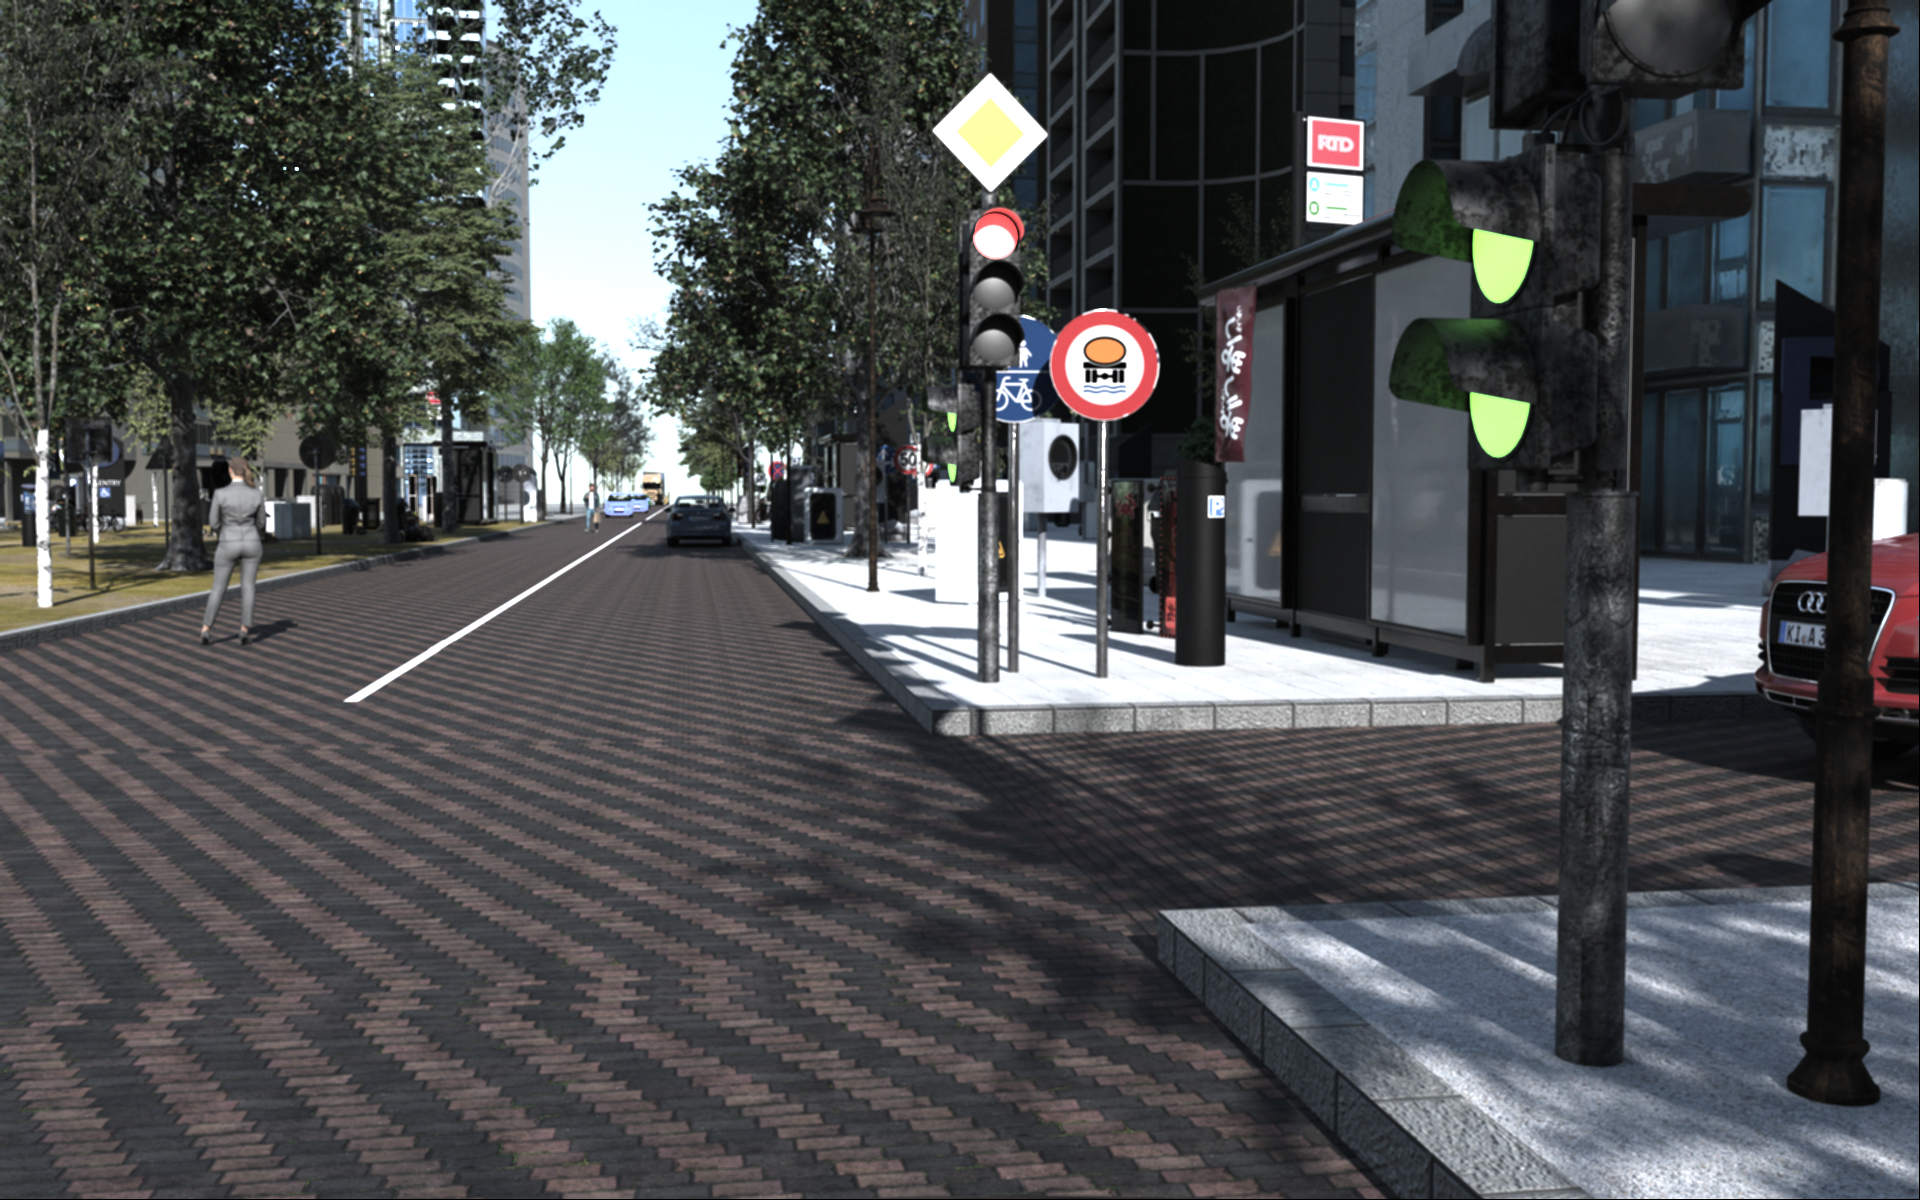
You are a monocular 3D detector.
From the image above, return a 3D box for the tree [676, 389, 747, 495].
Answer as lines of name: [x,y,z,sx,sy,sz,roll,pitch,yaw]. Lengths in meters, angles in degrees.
tree: [-24.402,-15.486,171.317,7.486,12.596,7.792,0,3,0]

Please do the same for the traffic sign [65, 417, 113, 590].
traffic sign: [-11.537,-1.275,22.975,0.606,2.300,0.079,0,4,-1]

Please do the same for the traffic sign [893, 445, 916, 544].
traffic sign: [-1.334,-2.734,44.799,0.768,2.556,0.104,0,4,-2]

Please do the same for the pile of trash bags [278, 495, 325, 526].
pile of trash bags: [-26.971,-3.603,68.660,3.447,1.369,1.912,-1,4,-13]

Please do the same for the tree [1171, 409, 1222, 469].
tree: [9.373,-4.842,62.883,4.285,4.588,4.351,0,3,0]

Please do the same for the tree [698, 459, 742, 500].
tree: [-19.644,-9.786,143.710,4.285,4.588,4.351,0,3,0]

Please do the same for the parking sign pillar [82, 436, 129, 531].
parking sign pillar: [-29.761,-4.387,60.205,1.447,3.967,1.447,-2,4,-28]

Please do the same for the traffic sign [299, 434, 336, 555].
traffic sign: [-13.519,-2.223,36.454,0.768,2.556,0.104,0,4,0]

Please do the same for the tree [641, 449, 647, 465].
tree: [-45.309,-17.672,239.305,4.737,8.622,4.395,0,3,0]

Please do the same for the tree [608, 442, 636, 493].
tree: [-42.688,-16.341,217.538,4.360,8.622,3.978,0,3,0]

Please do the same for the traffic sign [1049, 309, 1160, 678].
traffic sign: [0.993,-0.730,12.037,0.768,2.556,0.104,0,4,-5]

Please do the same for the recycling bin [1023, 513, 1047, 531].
recycling bin: [2.569,-2.906,60.073,0.722,1.027,0.722,-1,4,-21]

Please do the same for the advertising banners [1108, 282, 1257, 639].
advertising banners: [1.913,-1.167,15.275,0.090,3.025,2.074,-2,4,-31]

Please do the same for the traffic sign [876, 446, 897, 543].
traffic sign: [-1.947,-2.777,45.513,0.768,2.556,0.104,-1,4,-9]

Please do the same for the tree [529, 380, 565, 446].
tree: [-28.833,-13.847,136.764,12.009,13.543,11.850,0,3,0]

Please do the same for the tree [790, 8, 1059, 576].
tree: [-0.567,-4.670,26.724,4.360,8.622,3.978,0,3,0]

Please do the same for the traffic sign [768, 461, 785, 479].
traffic sign: [-7.010,-4.072,66.683,0.768,2.556,0.104,0,4,-6]

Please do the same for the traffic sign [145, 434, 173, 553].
traffic sign: [-17.141,-2.287,37.391,0.884,2.594,0.081,0,4,0]

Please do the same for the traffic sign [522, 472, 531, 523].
traffic sign: [-19.443,-4.697,76.909,0.768,2.556,0.104,0,4,0]

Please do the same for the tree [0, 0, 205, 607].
tree: [-10.666,-4.232,19.562,4.360,8.622,3.978,0,3,0]

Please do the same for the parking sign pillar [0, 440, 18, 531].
parking sign pillar: [-34.091,-4.440,61.066,1.447,3.967,1.447,-3,5,-41]

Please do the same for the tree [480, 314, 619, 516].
tree: [-23.827,-10.620,99.394,9.928,11.665,9.643,0,3,0]

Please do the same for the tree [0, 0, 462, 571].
tree: [-13.206,-6.861,29.184,9.611,12.733,9.660,0,3,0]

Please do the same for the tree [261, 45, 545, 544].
tree: [-14.391,-7.718,44.316,7.486,12.596,7.792,0,3,0]

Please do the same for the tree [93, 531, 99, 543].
tree: [-23.075,-5.835,45.765,4.737,8.622,4.395,0,3,0]

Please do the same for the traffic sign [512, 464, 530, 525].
traffic sign: [-18.450,-4.444,72.770,0.768,2.556,0.104,0,4,1]

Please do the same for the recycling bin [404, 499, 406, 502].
recycling bin: [-26.581,-4.220,81.545,0.722,1.027,0.722,1,4,20]

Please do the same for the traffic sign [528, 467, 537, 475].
traffic sign: [-20.497,-5.031,82.355,0.768,2.556,0.104,0,4,-8]

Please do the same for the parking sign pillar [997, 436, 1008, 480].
parking sign pillar: [1.776,-4.711,65.497,1.447,3.967,1.447,2,4,34]

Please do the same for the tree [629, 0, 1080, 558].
tree: [-2.036,-7.218,35.026,9.611,12.733,9.660,0,3,0]

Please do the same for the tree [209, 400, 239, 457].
tree: [-30.743,-7.063,65.848,4.737,8.622,4.395,0,3,0]

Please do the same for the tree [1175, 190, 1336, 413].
tree: [7.388,-5.559,41.251,4.737,8.622,4.395,0,3,0]

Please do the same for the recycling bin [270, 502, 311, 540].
recycling bin: [-18.815,-2.218,48.821,0.722,1.027,0.722,2,4,24]

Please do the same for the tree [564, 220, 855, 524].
tree: [-9.030,-9.983,73.593,12.009,13.543,11.850,0,3,0]

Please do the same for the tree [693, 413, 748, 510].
tree: [-16.882,-10.666,124.750,4.737,8.622,4.395,0,3,0]

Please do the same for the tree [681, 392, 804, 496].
tree: [-13.584,-10.817,111.268,8.767,10.594,7.601,1,4,20]

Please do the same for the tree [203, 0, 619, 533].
tree: [-18.285,-12.298,56.962,12.611,20.169,13.585,0,3,0]

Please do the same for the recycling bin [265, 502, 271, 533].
recycling bin: [-22.599,-2.739,57.344,0.722,1.027,0.722,0,4,-8]

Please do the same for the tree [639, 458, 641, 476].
tree: [-36.633,-14.043,179.959,4.737,8.622,4.395,0,3,0]

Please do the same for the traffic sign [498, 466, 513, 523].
traffic sign: [-20.360,-4.740,77.604,0.768,2.556,0.104,0,4,-1]

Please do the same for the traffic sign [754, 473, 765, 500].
traffic sign: [-9.730,-5.016,84.145,0.606,2.300,0.079,0,4,1]

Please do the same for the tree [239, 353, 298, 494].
tree: [-29.831,-7.508,73.118,4.737,8.622,4.395,0,3,0]

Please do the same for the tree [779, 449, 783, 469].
tree: [-5.465,-6.429,55.475,4.360,8.622,3.978,0,3,0]

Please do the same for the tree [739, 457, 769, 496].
tree: [-10.292,-5.763,88.823,1.663,3.219,1.824,0,3,0]

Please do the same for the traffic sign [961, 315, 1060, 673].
traffic sign: [0.384,-0.752,12.402,0.768,2.556,0.104,0,4,-3]

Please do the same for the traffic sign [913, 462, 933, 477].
traffic sign: [-1.216,-3.294,53.970,0.768,2.556,0.104,0,4,-3]

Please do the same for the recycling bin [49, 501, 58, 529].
recycling bin: [-34.000,-3.163,64.272,0.722,1.027,0.722,1,4,16]

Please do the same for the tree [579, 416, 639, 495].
tree: [-32.139,-12.462,154.112,4.737,8.622,4.395,0,3,0]
